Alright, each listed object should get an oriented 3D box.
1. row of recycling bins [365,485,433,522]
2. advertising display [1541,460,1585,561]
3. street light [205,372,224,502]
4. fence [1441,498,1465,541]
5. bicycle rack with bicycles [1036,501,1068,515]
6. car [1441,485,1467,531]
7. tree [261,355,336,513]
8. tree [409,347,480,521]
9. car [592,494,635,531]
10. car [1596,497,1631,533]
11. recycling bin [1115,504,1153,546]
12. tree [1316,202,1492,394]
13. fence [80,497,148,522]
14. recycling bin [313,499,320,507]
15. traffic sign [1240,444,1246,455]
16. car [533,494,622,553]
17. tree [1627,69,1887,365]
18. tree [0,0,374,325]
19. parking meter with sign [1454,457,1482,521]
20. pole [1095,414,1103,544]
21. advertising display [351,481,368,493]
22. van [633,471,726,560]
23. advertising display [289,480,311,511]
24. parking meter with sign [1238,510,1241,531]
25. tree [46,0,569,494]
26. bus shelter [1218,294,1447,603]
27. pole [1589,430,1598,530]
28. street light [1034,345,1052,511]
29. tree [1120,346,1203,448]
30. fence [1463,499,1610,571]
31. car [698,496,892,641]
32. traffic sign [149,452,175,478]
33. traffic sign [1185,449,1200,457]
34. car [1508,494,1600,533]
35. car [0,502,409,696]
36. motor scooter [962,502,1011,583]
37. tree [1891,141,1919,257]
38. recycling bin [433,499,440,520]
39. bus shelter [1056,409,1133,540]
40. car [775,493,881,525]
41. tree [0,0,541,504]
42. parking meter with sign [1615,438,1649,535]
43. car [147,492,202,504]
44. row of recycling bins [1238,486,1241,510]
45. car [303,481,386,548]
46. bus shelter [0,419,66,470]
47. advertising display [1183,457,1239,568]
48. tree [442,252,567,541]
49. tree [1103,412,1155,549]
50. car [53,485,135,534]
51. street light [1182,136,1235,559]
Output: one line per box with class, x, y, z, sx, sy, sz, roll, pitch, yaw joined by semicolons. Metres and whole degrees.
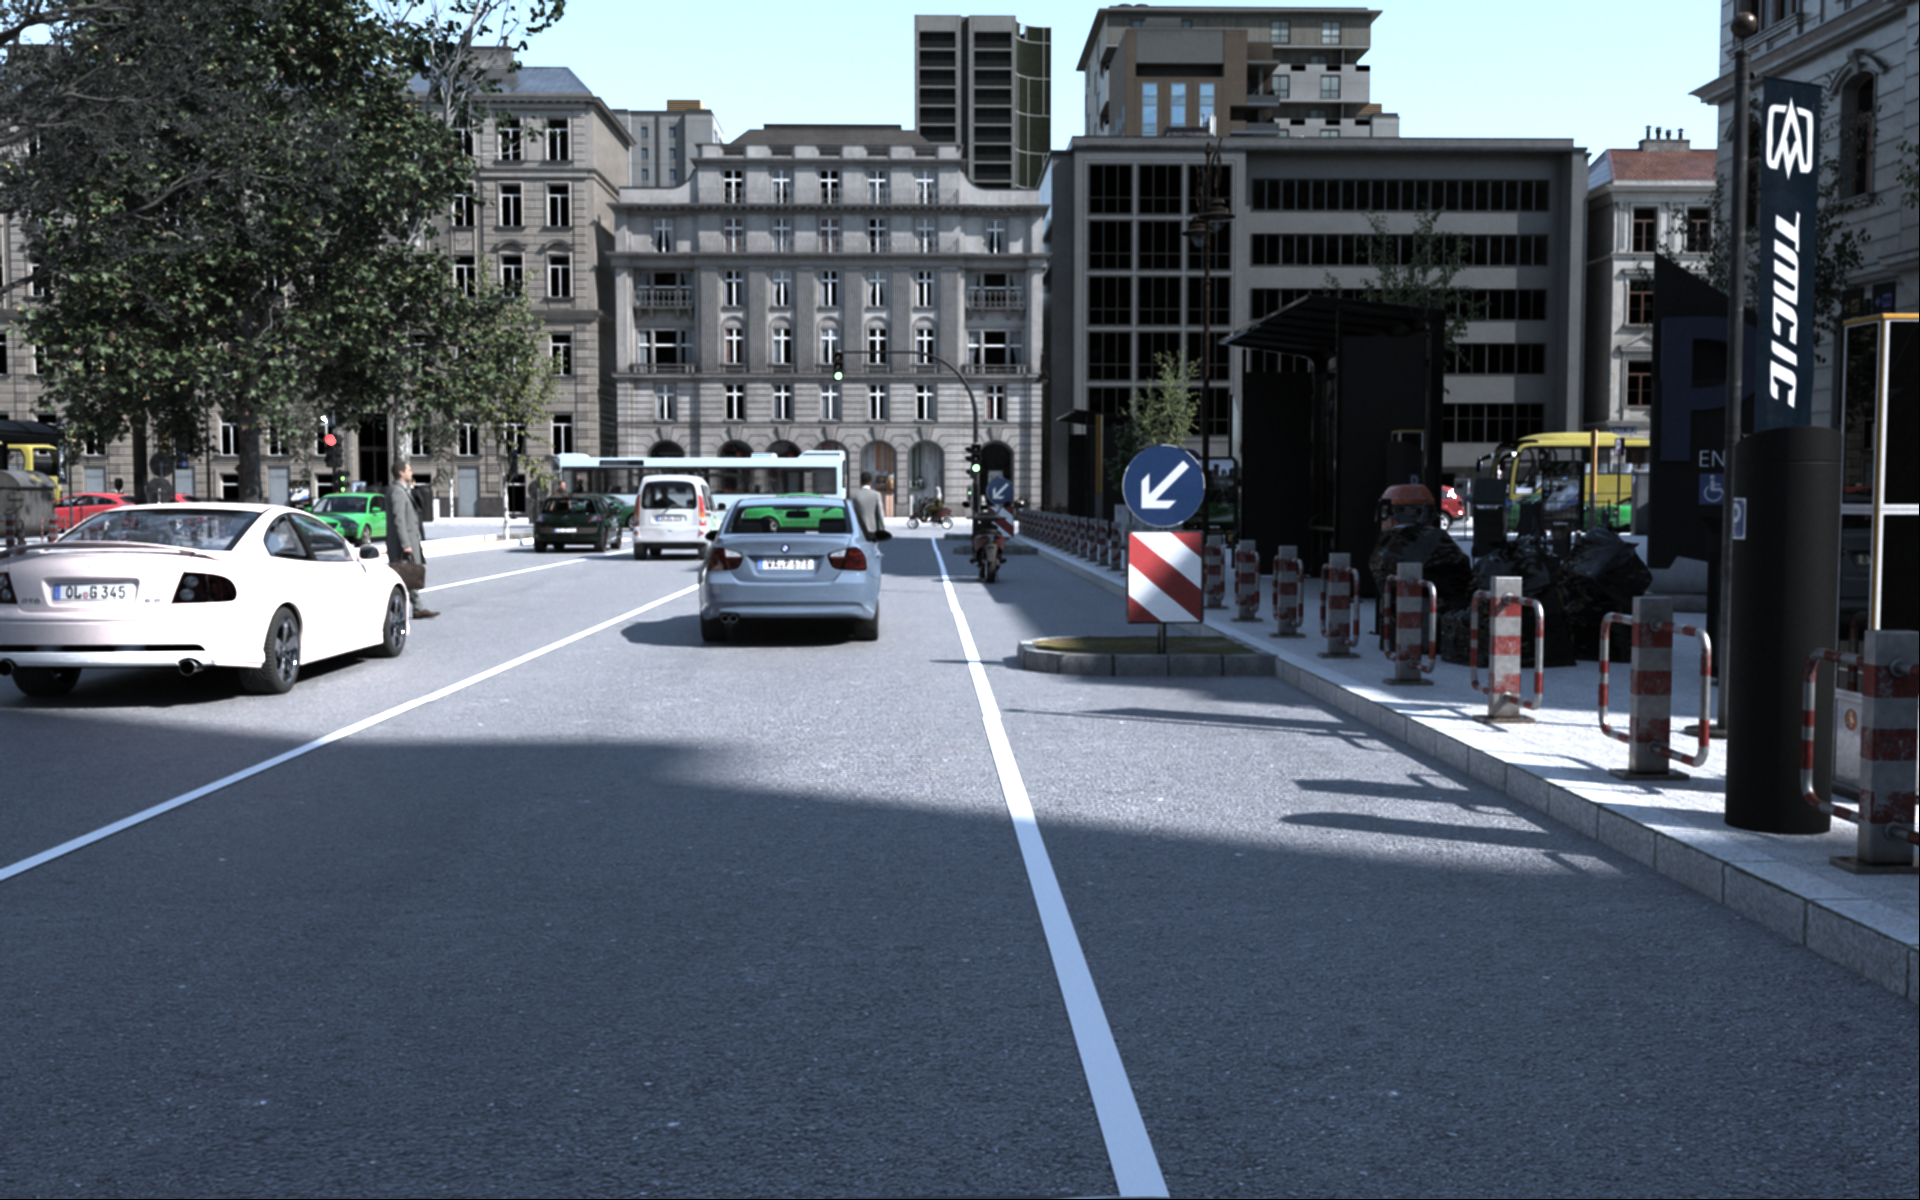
row of recycling bins;-25.972;-4.467;80.145;3.534;1.692;1.069;1;4;17
advertising display;11.630;-1.726;33.436;0.123;1.923;0.974;-2;4;-27
street light;-21.721;-4.722;49.996;0.468;5.910;1.993;0;4;-1
fence;13.811;-2.299;48.786;0.480;1.192;2.264;0;4;-7
bicycle rack with bicycles;5.250;-4.725;90.632;2.925;0.926;2.852;-1;4;-10
car;15.715;-3.331;63.136;5.304;1.827;2.281;0;4;-3
tree;-33.009;-8.350;86.884;4.360;8.622;3.978;0;3;0
tree;-24.922;-8.163;83.825;4.360;8.622;3.978;0;3;0
car;-13.911;-3.409;67.538;4.920;1.459;2.131;0;4;0
car;23.914;-3.025;58.261;4.718;1.807;1.959;0;4;-3
recycling bin;4.255;-1.814;42.219;0.722;1.027;0.722;-3;5;-42
tree;10.982;-5.674;43.137;4.737;8.622;4.395;0;3;0
fence;-22.746;-2.188;46.980;0.480;1.192;2.264;3;5;41
recycling bin;-33.562;-4.805;91.110;0.722;1.027;0.722;0;4;-5
traffic sign;5.953;-2.109;34.582;0.768;2.556;0.104;0;4;0
car;-9.641;-2.084;43.859;2.009;1.686;4.222;0;4;-3
tree;14.356;-4.921;30.820;4.360;8.622;3.978;0;3;0
tree;-12.584;-6.564;20.155;12.009;13.543;11.850;0;3;0
parking meter with sign;24.035;-5.302;82.941;1.738;3.016;0.543;2;4;30
pole;3.555;-3.085;44.281;0.158;3.312;0.155;0;3;0
advertising display;-29.503;-4.891;85.181;0.974;1.923;0.123;2;4;24
van;-6.344;-1.963;39.109;2.013;2.044;4.112;0;4;-3
advertising display;-31.133;-4.678;81.701;0.974;1.923;0.123;0;4;-4
parking meter with sign;8.092;-3.116;47.211;1.738;3.016;0.543;-3;5;-43
tree;-14.676;-11.235;42.037;12.611;20.169;13.585;0;3;0
bus shelter;4.876;-1.972;23.527;1.731;3.624;6.357;0;4;-1
pole;20.049;-3.731;54.840;0.158;3.312;0.155;0;3;0
street light;2.581;-4.965;53.969;0.468;5.910;1.993;0;4;-1
tree;10.269;-8.319;86.381;4.737;8.622;4.395;0;3;0
fence;9.476;-1.045;28.287;2.264;1.192;0.480;2;4;25
car;-1.715;-0.379;18.201;2.014;1.417;4.499;0;4;-3
traffic sign;-24.026;-3.184;52.162;0.768;2.556;0.104;0;4;1
traffic sign;6.444;-2.990;48.987;0.768;2.556;0.104;0;4;-1
car;20.944;-2.988;60.655;4.920;1.459;2.131;0;4;-2
car;-5.804;-0.084;13.732;2.083;1.381;4.827;0;4;-2
motor scooter;0.451;-0.968;28.609;0.815;1.314;1.986;0;4;-3
tree;14.509;-4.378;21.949;4.737;8.622;4.395;0;3;0
recycling bin;-26.534;-4.541;86.794;0.722;1.027;0.722;0;4;-3
bus shelter;3.940;-3.660;51.116;1.731;3.624;6.357;0;4;-1
car;-4.994;-3.012;58.045;4.718;1.807;1.959;0;4;-2
tree;-12.846;-6.829;31.115;9.611;12.733;9.660;0;3;0
parking meter with sign;21.322;-3.525;53.887;1.738;3.016;0.543;0;3;0
car;-31.883;-3.605;67.980;4.494;1.783;2.155;0;4;-1
row of recycling bins;23.248;-8.248;141.968;3.534;1.692;1.069;2;4;31
car;-15.755;-2.200;44.771;1.959;1.807;4.718;0;4;-1
bus shelter;-25.778;-3.172;45.784;2.014;3.302;5.546;0;4;-1
advertising display;4.353;-1.522;30.100;0.974;1.923;0.123;2;4;30
tree;-13.563;-6.034;51.474;4.737;8.622;4.395;0;3;0
tree;3.904;-2.801;40.393;1.663;3.219;1.824;0;3;0
car;-30.728;-3.158;60.666;4.494;1.783;2.155;0;3;0
street light;3.259;-3.065;22.908;0.468;5.910;1.993;0;4;-1
